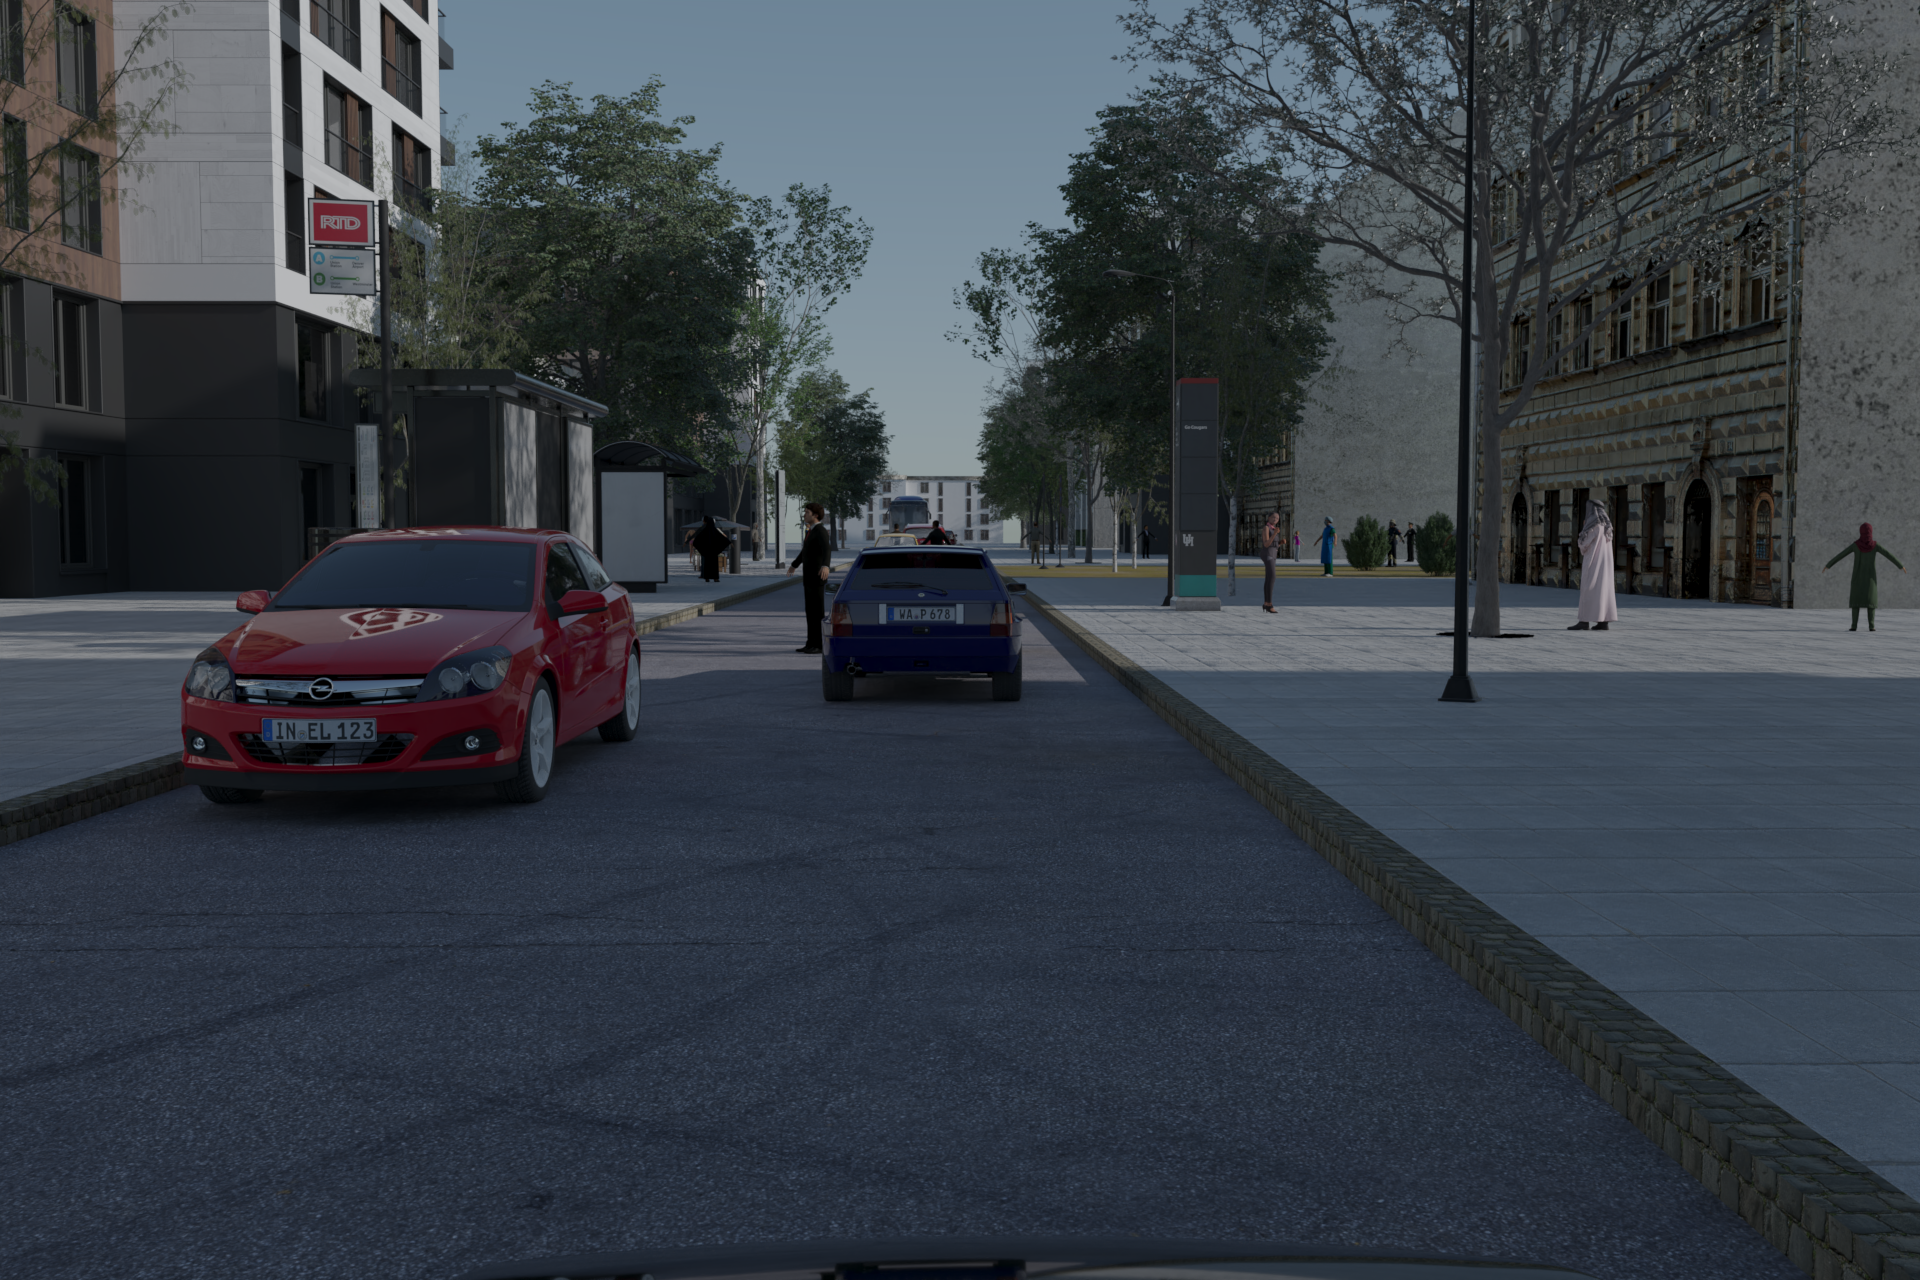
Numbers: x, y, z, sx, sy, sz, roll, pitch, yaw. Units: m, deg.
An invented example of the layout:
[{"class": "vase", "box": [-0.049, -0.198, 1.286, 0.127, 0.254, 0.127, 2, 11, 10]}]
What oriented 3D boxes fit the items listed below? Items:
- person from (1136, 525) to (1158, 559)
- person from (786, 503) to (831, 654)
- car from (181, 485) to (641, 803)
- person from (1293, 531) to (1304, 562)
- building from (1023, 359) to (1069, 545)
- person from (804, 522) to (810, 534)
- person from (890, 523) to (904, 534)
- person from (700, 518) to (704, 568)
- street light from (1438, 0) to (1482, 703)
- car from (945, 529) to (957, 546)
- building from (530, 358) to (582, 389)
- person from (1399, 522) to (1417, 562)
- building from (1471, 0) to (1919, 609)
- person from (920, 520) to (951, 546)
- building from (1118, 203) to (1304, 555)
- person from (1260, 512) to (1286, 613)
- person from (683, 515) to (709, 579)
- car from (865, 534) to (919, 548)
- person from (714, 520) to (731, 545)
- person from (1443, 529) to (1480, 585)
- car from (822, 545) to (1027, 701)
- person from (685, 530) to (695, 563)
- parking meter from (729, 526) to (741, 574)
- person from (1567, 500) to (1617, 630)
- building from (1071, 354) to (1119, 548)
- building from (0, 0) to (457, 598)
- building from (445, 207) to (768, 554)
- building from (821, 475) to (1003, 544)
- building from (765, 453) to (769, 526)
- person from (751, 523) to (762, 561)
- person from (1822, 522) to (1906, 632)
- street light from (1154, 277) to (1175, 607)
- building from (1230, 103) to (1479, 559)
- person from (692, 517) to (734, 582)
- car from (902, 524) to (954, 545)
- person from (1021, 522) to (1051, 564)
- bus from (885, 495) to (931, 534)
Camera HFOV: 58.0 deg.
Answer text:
[{"class": "person", "box": [9.620, -5.045, 89.204, 1.216, 1.740, 0.721, -1, 4, -22]}, {"class": "person", "box": [-1.779, -0.746, 20.838, 0.705, 1.806, 1.347, -2, 4, -23]}, {"class": "car", "box": [-3.131, -0.093, 10.560, 2.155, 1.783, 4.494, 0, 4, -1]}, {"class": "person", "box": [15.567, -4.305, 79.649, 0.599, 1.433, 0.991, -1, 4, -15]}, {"class": "building", "box": [21.772, -22.927, 218.823, 27.936, 21.610, 32.646, 0, 3, 0]}, {"class": "person", "box": [-5.347, -3.390, 61.898, 0.721, 1.772, 1.216, 0, 4, -7]}, {"class": "person", "box": [-2.251, -3.220, 61.241, 1.346, 1.812, 0.704, -1, 4, -16]}, {"class": "person", "box": [-7.739, -2.871, 52.903, 1.349, 1.833, 0.705, 3, 5, 42]}, {"class": "street light", "box": [4.392, -2.484, 13.157, 1.470, 5.913, 1.316, 0, 4, 0]}, {"class": "car", "box": [-1.315, -7.572, 132.478, 2.281, 1.827, 5.304, 0, 4, -2]}, {"class": "building", "box": [-24.220, -9.238, 93.181, 9.099, 9.664, 28.070, 0, 4, 0]}, {"class": "person", "box": [20.651, -4.499, 79.498, 0.705, 1.837, 1.347, -1, 4, -22]}, {"class": "building", "box": [23.362, -12.661, 37.941, 19.493, 23.208, 18.063, 0, 4, 0]}, {"class": "person", "box": [-0.653, -2.266, 45.738, 1.346, 1.802, 0.704, -3, 5, -43]}, {"class": "building", "box": [25.032, -17.103, 123.602, 27.936, 21.610, 32.646, 0, 4, -1]}, {"class": "person", "box": [5.108, -1.265, 28.195, 0.415, 1.643, 0.593, -1, 4, -19]}, {"class": "person", "box": [-7.322, -2.682, 49.919, 1.348, 1.821, 0.705, -2, 4, -30]}, {"class": "car", "box": [-2.062, -2.840, 56.660, 2.015, 1.641, 3.980, 0, 3, 0]}, {"class": "person", "box": [-8.855, -3.430, 61.937, 1.347, 1.847, 0.705, -1, 4, -16]}, {"class": "person", "box": [12.739, -2.259, 43.710, 1.217, 1.739, 0.721, 3, 5, 43]}, {"class": "car", "box": [-0.328, -0.221, 16.188, 1.945, 1.354, 3.894, 0, 4, 0]}, {"class": "person", "box": [-11.582, -4.201, 75.496, 1.217, 1.733, 0.721, 3, 5, 39]}, {"class": "parking meter", "box": [-7.262, -2.900, 55.827, 0.372, 1.533, 0.369, 0, 3, 0]}, {"class": "person", "box": [8.464, -1.004, 23.120, 0.621, 1.740, 0.551, 2, 4, 25]}, {"class": "building", "box": [20.864, -19.089, 178.560, 16.747, 18.905, 31.486, 0, 4, 0]}, {"class": "building", "box": [-28.978, -11.724, 35.659, 27.936, 21.610, 32.646, 0, 3, 0]}, {"class": "building", "box": [-29.332, -17.184, 124.929, 27.936, 21.610, 32.646, 0, 4, -1]}, {"class": "building", "box": [-7.752, -18.437, 246.040, 28.070, 9.664, 9.099, 0, 4, -3]}, {"class": "building", "box": [-24.617, -14.665, 181.916, 9.099, 9.664, 28.070, 0, 4, -1]}, {"class": "person", "box": [-9.701, -4.658, 82.292, 0.705, 1.813, 1.348, 1, 4, 10]}, {"class": "person", "box": [11.945, -0.836, 22.885, 0.989, 1.438, 0.599, 2, 4, 23]}, {"class": "street light", "box": [4.287, -3.552, 30.619, 1.470, 5.913, 1.316, 0, 4, -1]}, {"class": "building", "box": [25.879, -16.209, 95.945, 19.493, 23.208, 18.063, 0, 4, -1]}, {"class": "person", "box": [-6.595, -2.407, 46.145, 1.214, 1.737, 0.721, 1, 4, 17]}, {"class": "car", "box": [-1.343, -3.446, 65.022, 2.281, 1.827, 5.304, 0, 4, -1]}, {"class": "person", "box": [3.260, -4.178, 74.580, 1.348, 1.796, 0.705, 1, 4, 12]}, {"class": "bus", "box": [-3.269, -7.498, 114.137, 2.896, 3.916, 12.251, 0, 4, 0]}]
